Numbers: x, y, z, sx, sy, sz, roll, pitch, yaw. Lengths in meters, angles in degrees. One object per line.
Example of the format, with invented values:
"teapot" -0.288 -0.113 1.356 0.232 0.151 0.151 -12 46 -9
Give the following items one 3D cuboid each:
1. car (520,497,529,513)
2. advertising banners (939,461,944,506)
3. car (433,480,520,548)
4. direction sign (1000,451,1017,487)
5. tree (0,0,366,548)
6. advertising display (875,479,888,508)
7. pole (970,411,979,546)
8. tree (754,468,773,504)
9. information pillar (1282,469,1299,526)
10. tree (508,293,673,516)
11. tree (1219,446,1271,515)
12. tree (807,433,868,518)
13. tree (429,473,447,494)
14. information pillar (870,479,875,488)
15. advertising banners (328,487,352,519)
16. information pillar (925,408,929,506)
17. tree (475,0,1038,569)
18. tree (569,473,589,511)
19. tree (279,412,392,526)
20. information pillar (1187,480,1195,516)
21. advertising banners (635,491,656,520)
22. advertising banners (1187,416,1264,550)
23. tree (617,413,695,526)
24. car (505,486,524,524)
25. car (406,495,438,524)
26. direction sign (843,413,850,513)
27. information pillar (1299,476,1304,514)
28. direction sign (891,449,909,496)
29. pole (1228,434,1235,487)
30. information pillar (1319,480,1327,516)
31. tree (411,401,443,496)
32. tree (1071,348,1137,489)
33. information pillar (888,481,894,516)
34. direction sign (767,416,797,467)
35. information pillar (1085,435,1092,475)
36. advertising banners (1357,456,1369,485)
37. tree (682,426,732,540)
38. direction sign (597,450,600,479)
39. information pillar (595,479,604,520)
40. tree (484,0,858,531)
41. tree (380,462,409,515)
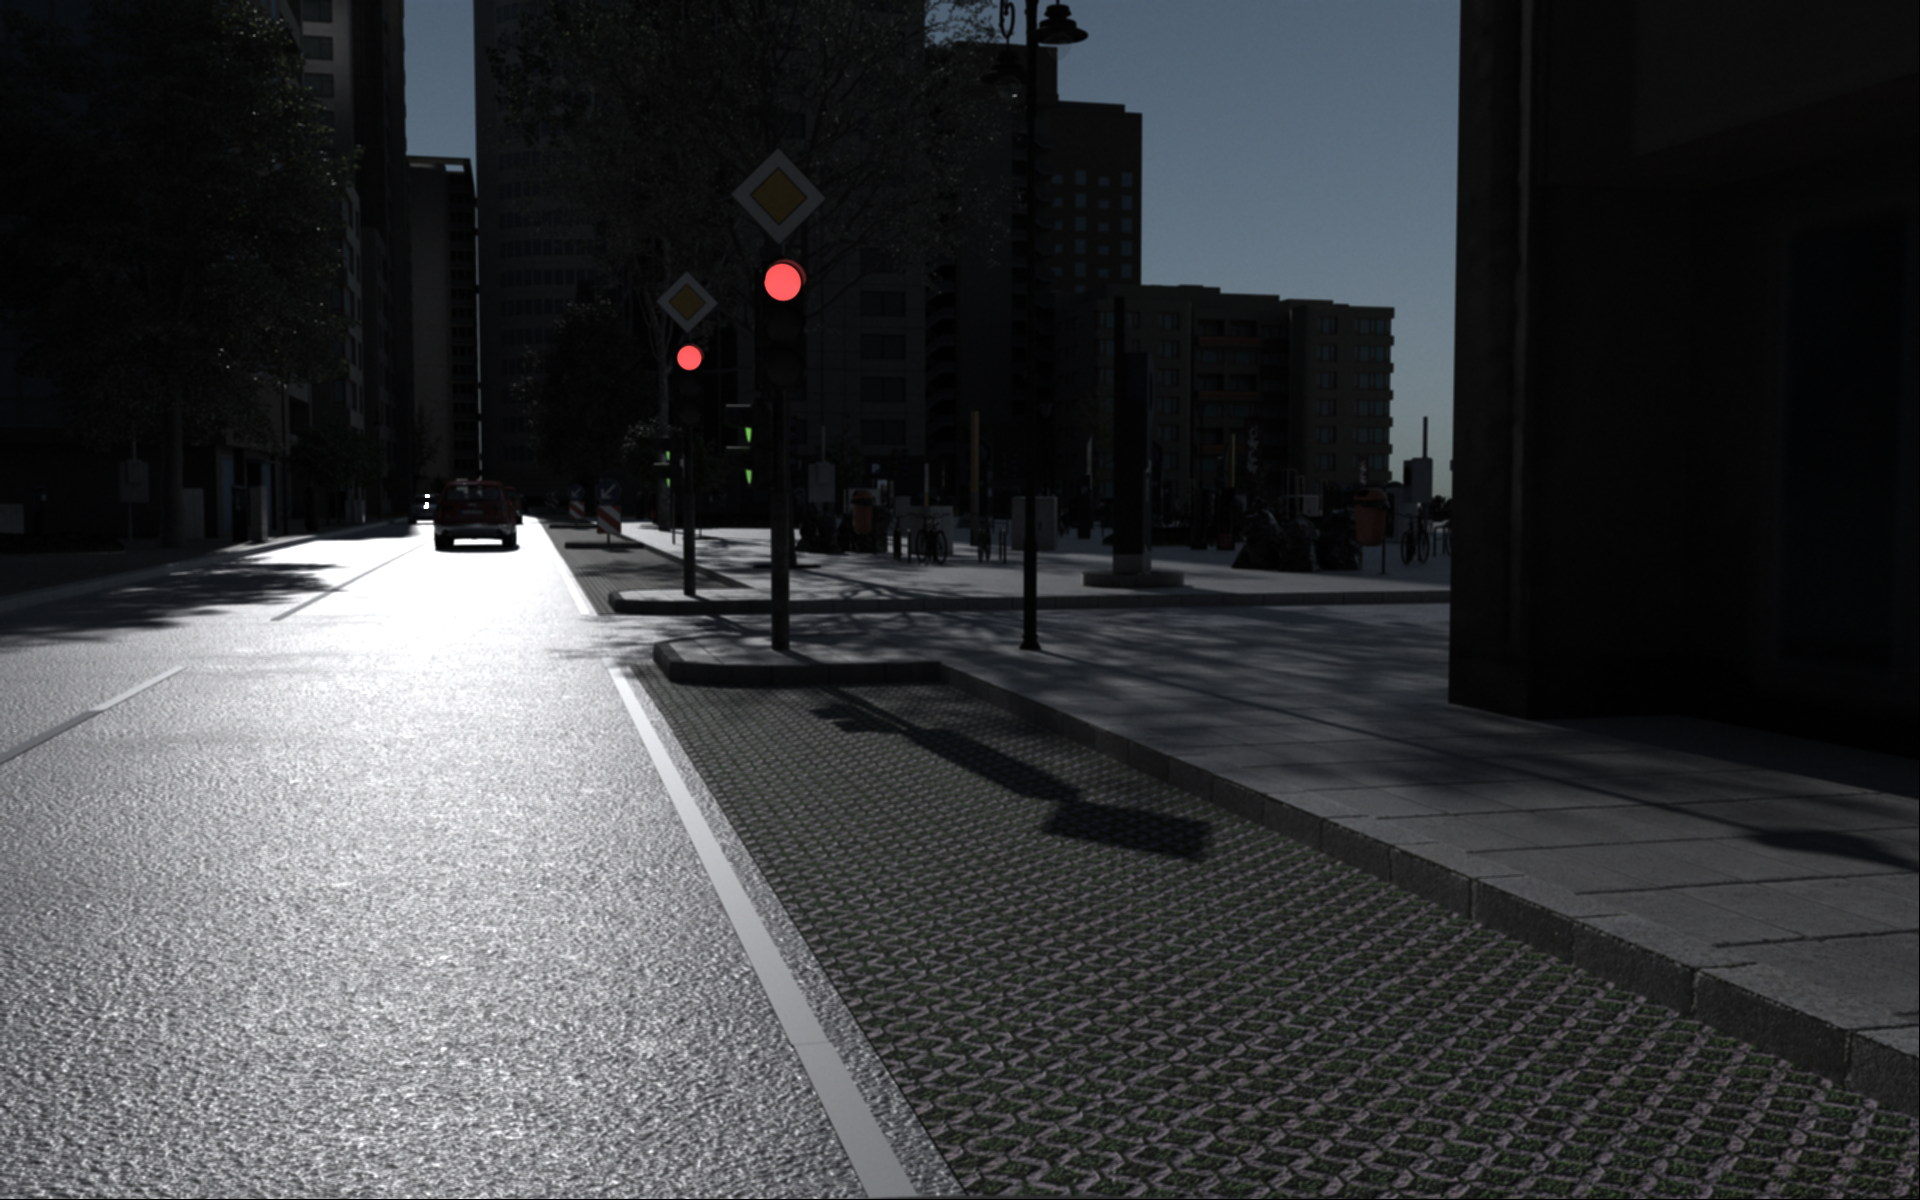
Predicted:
"car" -34.202 -7.400 133.563 1.945 1.354 3.894 -1 4 -14
"advertising banners" -0.928 -5.707 89.505 0.090 3.025 2.074 0 4 5
"car" -13.202 -2.363 47.312 2.281 1.827 5.304 -1 4 -13
"direction sign" 2.539 -6.015 90.335 0.876 3.537 0.379 0 4 8
"tree" -18.756 -8.208 40.850 9.857 13.997 8.962 0 3 0
"advertising display" -3.410 -4.269 75.018 0.123 1.923 0.974 2 4 26
"pole" 0.358 -2.983 42.610 0.158 3.312 0.155 0 3 0
"tree" -9.264 -5.403 82.936 1.663 3.219 1.824 0 3 0
"information pillar" 9.640 -2.826 50.704 0.304 2.012 0.304 -1 4 -20
"tree" -20.956 -11.164 99.534 9.611 12.733 9.660 0 3 0
"tree" 10.123 -4.031 60.503 1.663 3.219 1.824 0 3 0
"tree" -6.525 -6.665 92.686 4.285 4.588 4.351 0 3 0
"tree" -46.890 -9.841 155.496 1.663 3.219 1.824 0 3 0
"information pillar" -4.318 -5.051 87.071 0.304 2.012 0.304 -2 4 -28
"advertising banners" -32.096 -5.734 89.933 2.074 3.025 0.090 2 4 27
"information pillar" -0.905 -3.416 47.211 0.183 3.616 0.504 0 4 -4
"tree" -3.116 -7.306 29.828 12.009 13.543 11.850 0 3 0
"tree" -28.730 -8.316 130.570 1.663 3.219 1.824 0 3 0
"tree" -25.328 -5.226 69.154 4.285 4.588 4.351 0 3 0
"information pillar" 11.754 -5.115 88.121 0.304 2.012 0.304 -1 4 -15
"advertising banners" -15.620 -5.596 87.684 0.090 3.025 2.074 3 5 42
"advertising banners" 6.056 -2.651 39.533 2.074 3.025 0.090 3 5 43
"tree" -12.250 -5.286 70.134 4.285 4.588 4.351 0 3 0
"car" -22.533 -4.659 84.852 2.281 1.827 5.304 -1 4 -16
"car" -25.791 -4.406 84.037 2.014 1.417 4.499 -1 4 -15
"direction sign" -3.189 -3.473 48.788 0.379 3.537 0.876 0 4 7
"information pillar" 13.671 -4.000 69.898 0.304 2.012 0.304 -2 4 -26
"direction sign" -3.013 -5.815 87.076 0.876 3.537 0.379 1 4 12
"pole" 9.215 -3.976 58.846 0.158 3.312 0.155 0 3 0
"information pillar" 18.750 -5.196 89.441 0.304 2.012 0.304 -1 4 -9
"tree" -43.471 -11.499 138.364 4.737 8.622 4.395 0 3 0
"tree" 7.938 -8.386 87.474 4.737 8.622 4.395 0 3 0
"information pillar" -3.909 -5.625 96.468 0.304 2.012 0.304 3 5 40
"direction sign" -5.150 -3.554 50.108 0.876 3.537 0.379 -1 4 -15
"information pillar" 5.097 -4.735 68.772 0.183 3.616 0.504 2 4 27
"advertising banners" 19.252 -5.094 79.473 2.074 3.025 0.090 0 4 1
"tree" -7.305 -3.318 48.850 1.663 3.219 1.824 0 3 0
"direction sign" -18.437 -5.900 88.454 0.379 3.537 0.876 0 4 -5
"information pillar" -17.875 -4.985 85.989 0.304 2.012 0.304 2 4 32
"tree" -8.843 -12.468 59.742 12.611 20.169 13.585 0 3 0
"tree" -34.424 -6.741 104.815 1.663 3.219 1.824 0 3 0
